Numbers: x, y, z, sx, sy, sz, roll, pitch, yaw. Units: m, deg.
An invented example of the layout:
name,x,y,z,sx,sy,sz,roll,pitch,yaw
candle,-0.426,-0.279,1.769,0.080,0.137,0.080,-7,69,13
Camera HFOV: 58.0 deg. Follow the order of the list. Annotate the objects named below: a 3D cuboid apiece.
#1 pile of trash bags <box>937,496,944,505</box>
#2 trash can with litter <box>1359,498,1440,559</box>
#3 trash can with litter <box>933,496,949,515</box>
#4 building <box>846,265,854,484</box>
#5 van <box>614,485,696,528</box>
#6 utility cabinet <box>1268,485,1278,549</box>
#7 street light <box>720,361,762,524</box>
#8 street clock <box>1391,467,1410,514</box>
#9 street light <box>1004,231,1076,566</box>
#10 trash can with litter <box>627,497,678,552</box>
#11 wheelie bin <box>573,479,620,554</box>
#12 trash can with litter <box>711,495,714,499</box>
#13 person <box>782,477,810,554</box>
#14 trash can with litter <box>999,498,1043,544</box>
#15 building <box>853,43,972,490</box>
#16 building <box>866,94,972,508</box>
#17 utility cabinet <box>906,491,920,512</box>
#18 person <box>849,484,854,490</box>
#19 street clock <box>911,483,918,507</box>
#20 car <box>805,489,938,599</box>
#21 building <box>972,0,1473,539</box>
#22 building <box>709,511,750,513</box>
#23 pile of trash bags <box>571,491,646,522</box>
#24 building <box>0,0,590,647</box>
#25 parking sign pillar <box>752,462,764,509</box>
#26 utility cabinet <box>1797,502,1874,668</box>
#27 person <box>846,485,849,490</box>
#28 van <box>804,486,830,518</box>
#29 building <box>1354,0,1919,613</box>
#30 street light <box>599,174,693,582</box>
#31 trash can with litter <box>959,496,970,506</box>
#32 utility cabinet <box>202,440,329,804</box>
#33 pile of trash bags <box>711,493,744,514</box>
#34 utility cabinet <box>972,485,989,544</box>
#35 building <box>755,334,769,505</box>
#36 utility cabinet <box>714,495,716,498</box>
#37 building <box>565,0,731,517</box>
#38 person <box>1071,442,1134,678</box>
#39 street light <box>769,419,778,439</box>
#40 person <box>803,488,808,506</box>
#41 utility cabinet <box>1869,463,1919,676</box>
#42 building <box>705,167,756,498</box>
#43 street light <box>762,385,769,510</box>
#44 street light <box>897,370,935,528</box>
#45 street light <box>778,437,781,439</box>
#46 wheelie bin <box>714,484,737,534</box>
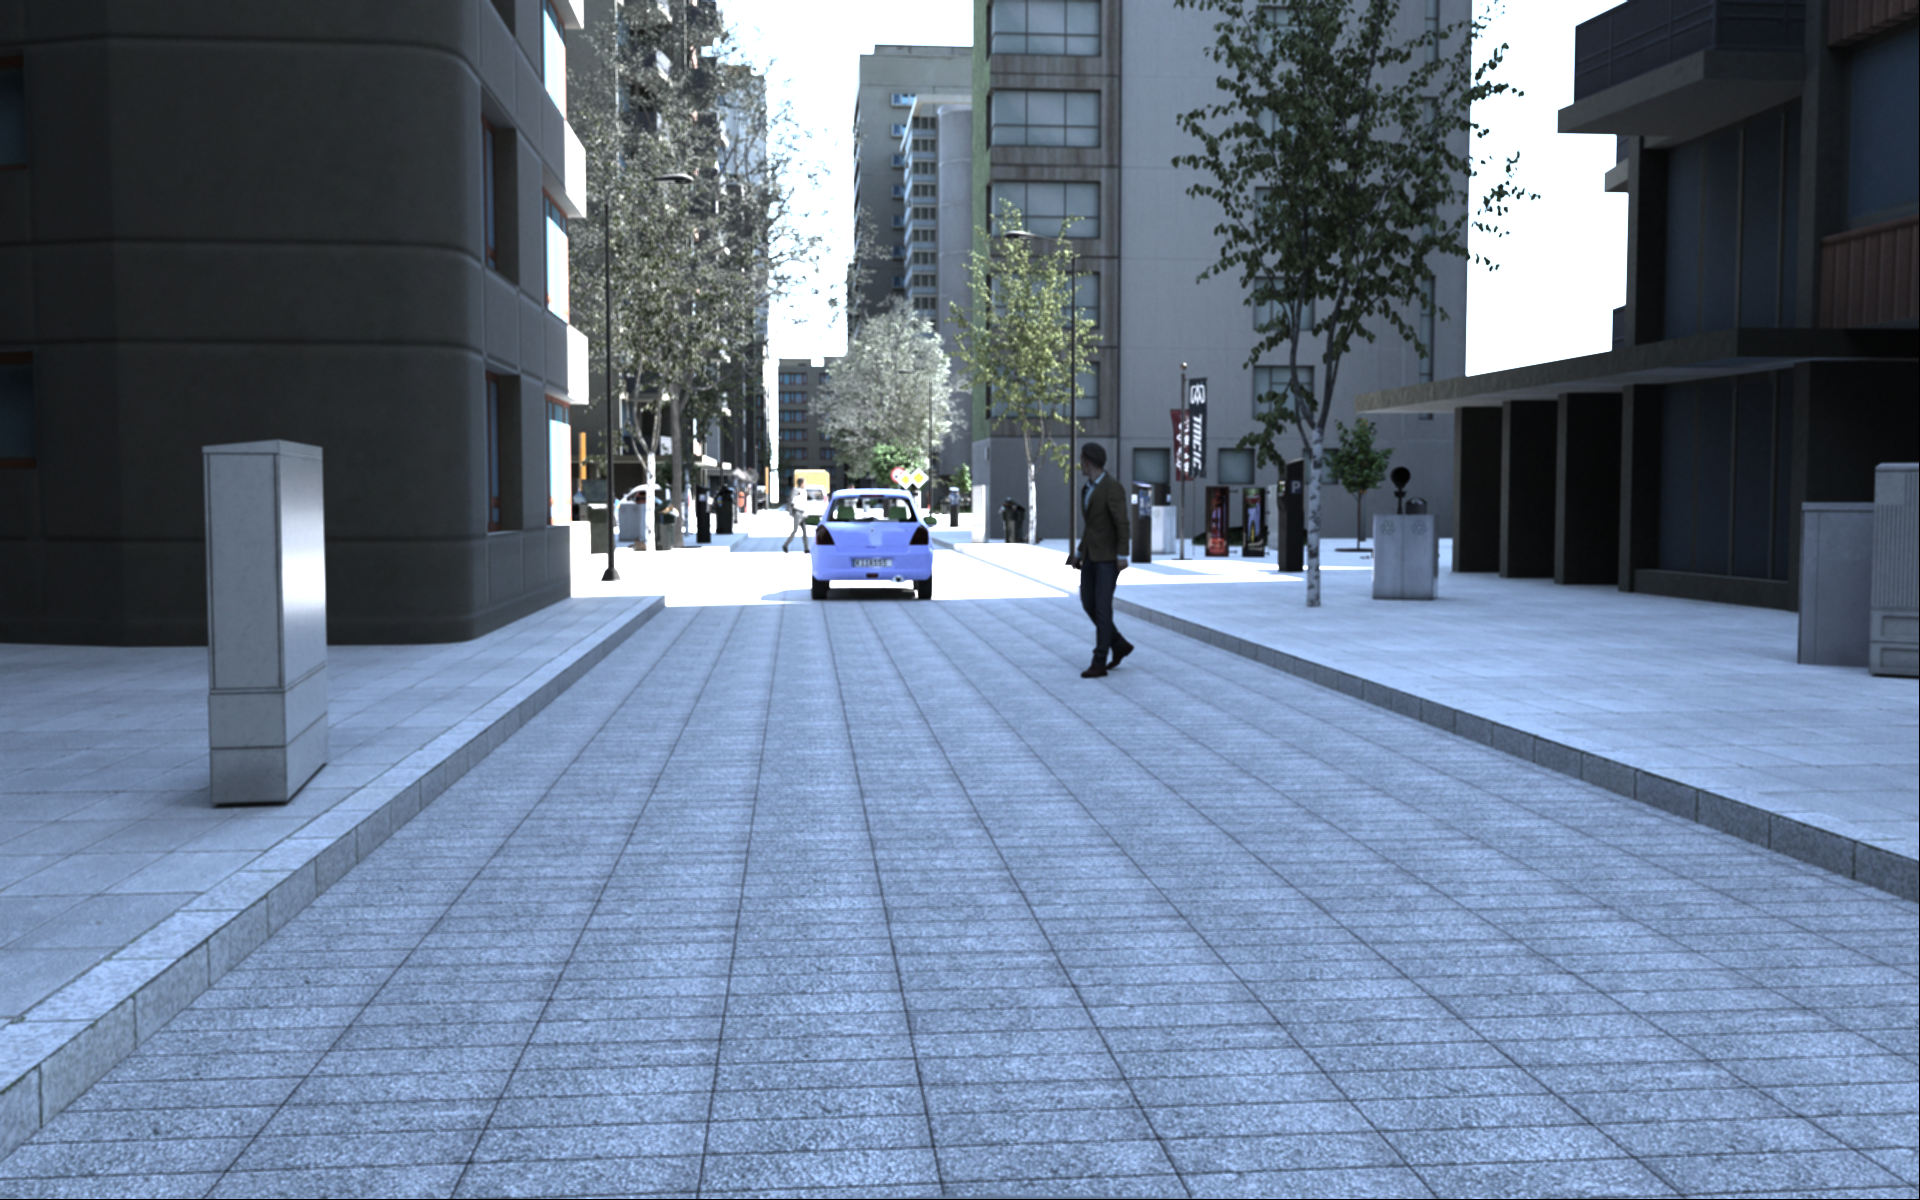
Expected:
name,x,y,z,sx,sy,sz,roll,pitch,yaw
pile of trash bags,-0.853,-8.446,147.846,1.912,1.369,3.447,1,4,16
trash can with litter,8.868,-1.471,35.114,2.233,1.210,1.678,-2,4,-28
trash can with litter,-1.103,-5.681,104.269,1.055,1.170,0.624,-1,4,-12
building,-7.238,-27.233,216.955,14.160,30.474,14.107,0,4,-5
van,-12.753,-3.841,69.809,4.112,2.044,2.013,0,4,-4
utility cabinet,7.391,-1.900,39.740,0.318,1.500,1.173,-1,4,-9
street light,-7.717,-5.348,59.978,1.470,5.913,1.316,0,4,-5
street clock,11.795,-2.560,46.420,0.471,2.002,0.358,0,4,-3
street light,1.479,-3.566,30.850,1.470,5.913,1.316,0,4,-5
trash can with litter,-6.861,-1.669,38.679,1.055,1.170,0.624,-2,4,-25
wheelie bin,-7.805,-1.783,37.065,0.980,1.594,0.693,-2,4,-30
trash can with litter,-20.701,-8.027,142.633,1.055,1.170,0.624,1,4,19
person,-3.878,-2.007,41.418,0.850,1.850,0.679,2,4,24
trash can with litter,1.576,-2.042,44.766,1.055,1.170,0.624,-2,4,-27
building,-0.394,-34.313,184.717,21.300,48.544,21.600,0,4,-5
building,7.457,-28.782,162.462,32.217,40.220,23.993,0,4,-5
utility cabinet,-3.389,-6.996,123.063,1.173,1.500,0.318,2,4,35
person,-3.945,-3.304,62.695,0.511,1.800,0.466,-2,4,-28
street clock,-2.091,-4.646,80.531,0.358,2.002,0.471,-2,4,-23
car,-1.271,-0.935,24.884,1.945,1.707,3.694,0,4,-3
building,7.208,-22.727,55.177,14.154,41.232,14.086,0,4,-5
building,-31.479,-26.461,124.516,32.217,40.220,23.993,0,4,-5
pile of trash bags,-11.305,-2.715,54.136,3.447,1.369,1.912,-1,4,-11
building,-17.493,-9.930,7.397,27.650,21.520,28.899,0,4,-5
parking sign pillar,-17.082,-9.552,144.648,1.447,3.967,1.447,0,4,4
utility cabinet,6.818,-0.104,12.865,1.020,1.237,0.306,2,4,34
person,-4.730,-3.946,73.039,0.654,1.822,0.581,-2,4,-27
van,-7.670,-5.072,89.935,2.013,2.044,4.112,0,4,-4
building,18.880,-22.086,15.731,22.147,44.769,28.867,0,4,-5
street light,-4.577,-3.226,25.283,1.470,5.913,1.316,0,4,-5
trash can with litter,0.192,-7.392,132.239,1.055,1.170,0.624,-1,4,-14
utility cabinet,-3.038,0.066,7.603,0.318,1.500,1.173,-1,4,-12
pile of trash bags,-15.408,-6.179,110.786,3.447,1.369,1.912,1,4,16
utility cabinet,0.515,-2.203,44.705,0.318,1.500,1.173,1,4,8
building,-37.860,-22.221,208.348,28.899,21.520,27.650,0,4,-5
utility cabinet,-20.285,-8.282,146.579,1.020,1.237,0.306,1,4,15
building,-23.368,-26.559,88.860,22.147,44.769,28.867,0,4,-5
person,1.123,-0.331,13.818,0.656,1.842,0.836,2,4,34
street light,-12.186,-8.243,107.317,1.470,5.913,1.316,0,4,-5
person,-7.420,-4.498,81.411,0.474,1.900,0.648,1,4,10
utility cabinet,6.946,-0.198,11.908,1.173,1.500,0.318,2,4,34
building,-25.601,-23.455,155.198,14.160,30.474,14.107,0,4,-5
street light,-8.957,-6.160,73.257,1.470,5.913,1.316,0,4,-5
street light,-1.641,-5.654,64.984,1.470,5.913,1.316,0,4,-5
street light,-15.360,-10.366,142.027,1.470,5.913,1.316,0,4,-5
wheelie bin,-7.543,-2.920,55.652,0.693,1.594,0.980,0,4,-2
